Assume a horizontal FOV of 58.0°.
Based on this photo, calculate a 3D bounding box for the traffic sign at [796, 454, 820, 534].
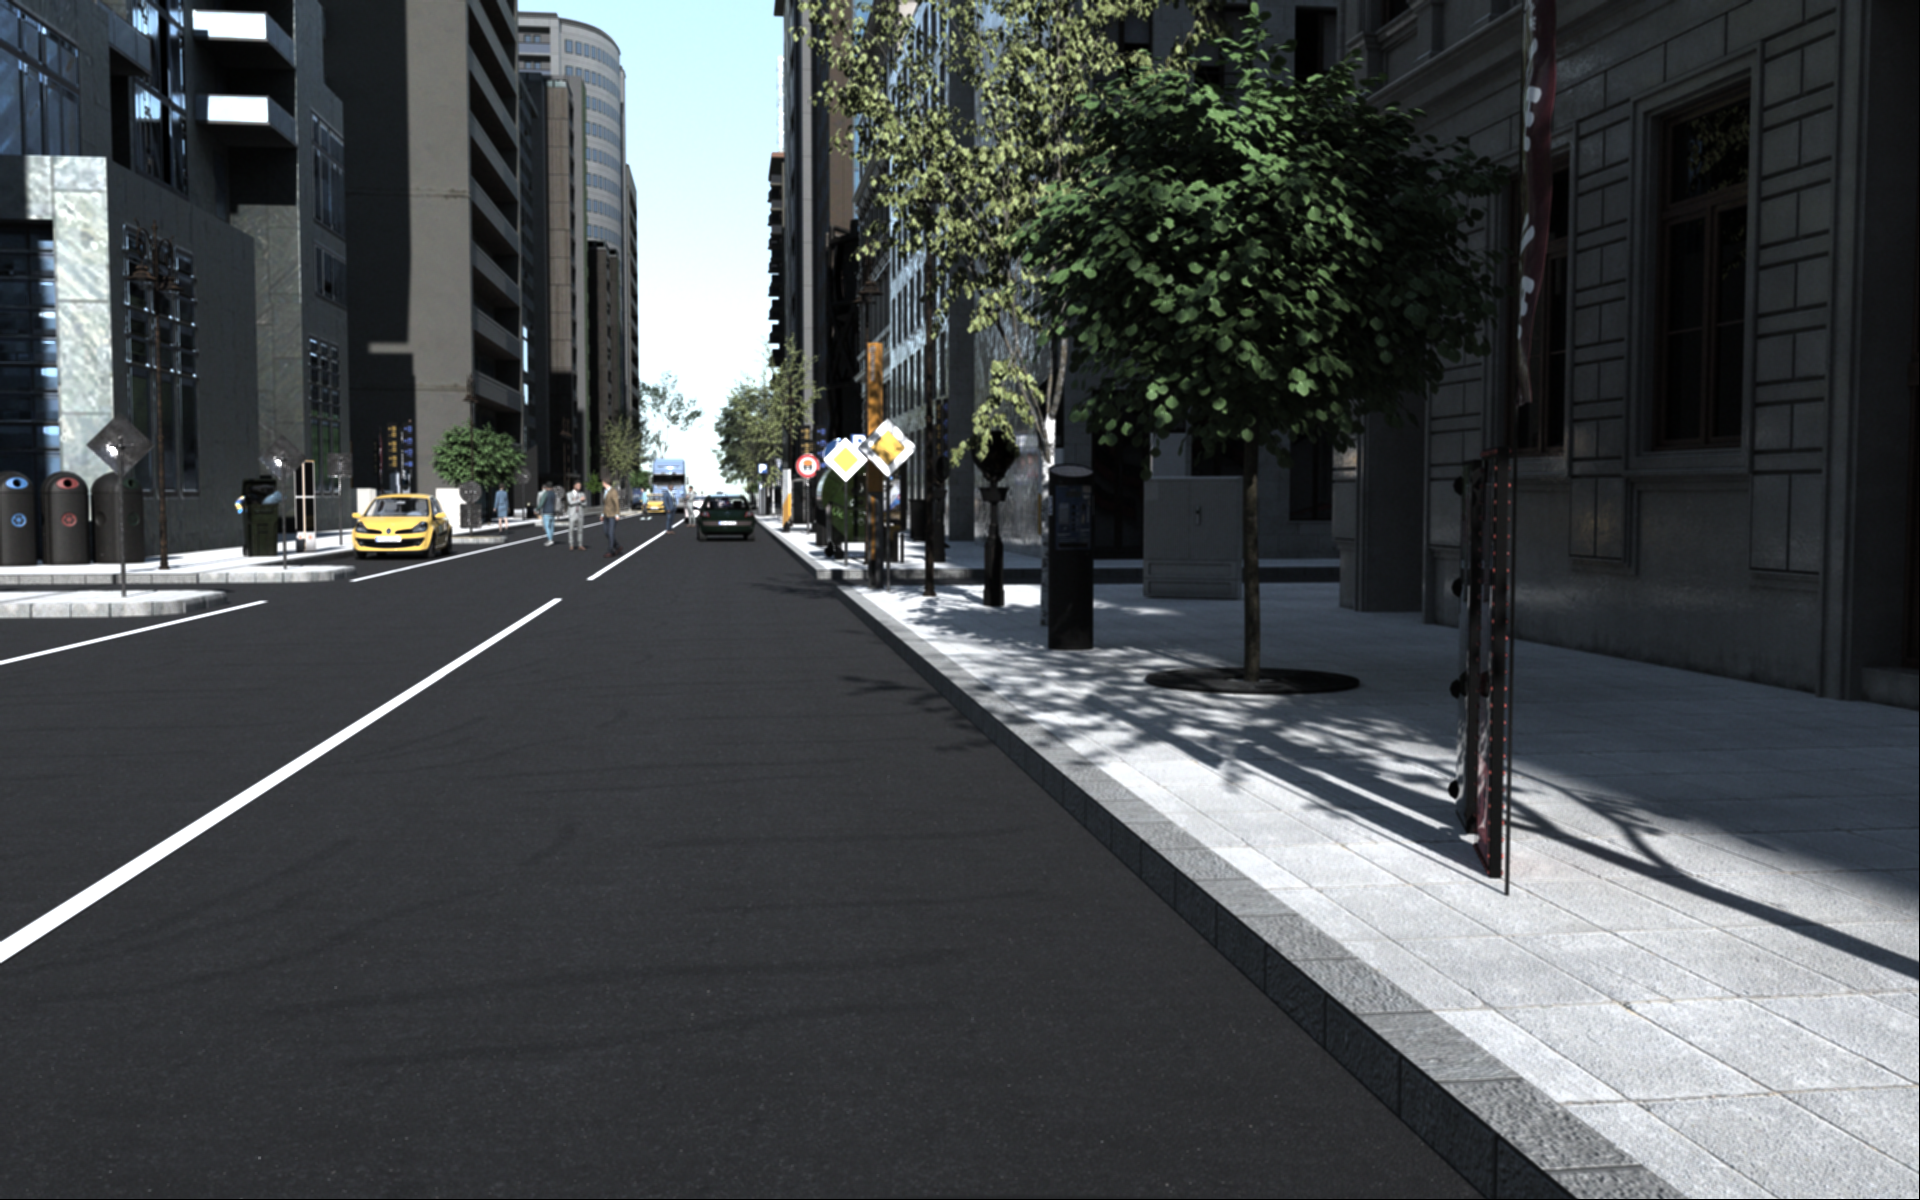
[{"bbox_3d":[-4.817,-3.352,54.903,0.768,2.556,0.104,0,4,-2],"label":"traffic sign"}]

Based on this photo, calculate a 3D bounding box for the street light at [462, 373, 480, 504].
[{"bbox_3d":[-18.668,-5.717,66.264,0.468,5.910,1.993,0,4,-8],"label":"street light"}]

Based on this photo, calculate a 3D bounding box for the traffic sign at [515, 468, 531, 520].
[{"bbox_3d":[-21.479,-5.201,85.148,0.768,2.556,0.104,0,4,-2],"label":"traffic sign"}]

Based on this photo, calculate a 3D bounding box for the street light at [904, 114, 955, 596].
[{"bbox_3d":[-0.383,-2.987,21.620,0.468,5.910,1.993,0,4,-8],"label":"street light"}]

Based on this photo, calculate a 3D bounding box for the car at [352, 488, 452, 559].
[{"bbox_3d":[-12.630,-1.778,39.298,2.015,1.641,3.980,-1,4,-8],"label":"car"}]

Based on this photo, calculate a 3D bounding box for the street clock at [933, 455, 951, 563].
[{"bbox_3d":[-0.404,-1.708,32.489,0.358,2.002,0.471,2,4,35],"label":"street clock"}]

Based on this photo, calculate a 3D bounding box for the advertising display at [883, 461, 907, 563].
[{"bbox_3d":[-1.300,-1.672,32.543,0.123,1.923,0.974,-2,4,-32],"label":"advertising display"}]

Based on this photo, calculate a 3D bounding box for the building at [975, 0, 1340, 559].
[{"bbox_3d":[9.398,-11.289,39.328,16.860,20.320,10.420,0,4,-8],"label":"building"}]

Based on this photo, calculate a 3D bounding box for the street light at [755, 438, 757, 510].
[{"bbox_3d":[-16.887,-10.420,143.157,0.468,5.910,1.993,0,4,-8],"label":"street light"}]

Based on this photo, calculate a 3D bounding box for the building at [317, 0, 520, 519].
[{"bbox_3d":[-34.547,-28.398,88.011,21.300,48.544,21.600,0,4,-8],"label":"building"}]

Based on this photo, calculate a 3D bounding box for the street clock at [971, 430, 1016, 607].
[{"bbox_3d":[0.387,-0.932,19.806,0.471,2.002,0.358,-1,4,-20],"label":"street clock"}]

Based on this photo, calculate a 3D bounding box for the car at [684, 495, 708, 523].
[{"bbox_3d":[-12.865,-4.571,87.092,2.083,1.381,4.827,0,4,-6],"label":"car"}]

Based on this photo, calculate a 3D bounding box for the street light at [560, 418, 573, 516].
[{"bbox_3d":[-23.890,-8.132,105.742,0.468,5.910,1.993,0,4,-8],"label":"street light"}]

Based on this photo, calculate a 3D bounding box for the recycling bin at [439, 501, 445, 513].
[{"bbox_3d":[-18.248,-2.884,59.709,0.722,1.027,0.722,3,5,39],"label":"recycling bin"}]

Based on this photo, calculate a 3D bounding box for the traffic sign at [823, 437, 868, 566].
[{"bbox_3d":[-2.024,-1.654,30.679,0.795,2.450,0.064,0,4,-8],"label":"traffic sign"}]

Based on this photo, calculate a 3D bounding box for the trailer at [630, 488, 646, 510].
[{"bbox_3d":[-28.027,-8.814,151.162,1.471,1.999,3.904,0,4,-6],"label":"trailer"}]

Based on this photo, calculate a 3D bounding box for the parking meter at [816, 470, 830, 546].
[{"bbox_3d":[-3.339,-2.252,42.534,0.255,1.863,0.399,2,4,30],"label":"parking meter"}]

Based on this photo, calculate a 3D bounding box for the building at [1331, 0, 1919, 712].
[{"bbox_3d":[10.534,-10.636,10.056,11.583,22.565,21.152,0,4,-8],"label":"building"}]

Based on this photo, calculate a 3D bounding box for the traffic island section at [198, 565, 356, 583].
[{"bbox_3d":[-11.507,-0.440,29.477,2.009,0.180,2.903,0,4,-8],"label":"traffic island section"}]

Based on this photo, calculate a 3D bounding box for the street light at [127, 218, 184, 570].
[{"bbox_3d":[-13.549,-3.457,29.312,0.468,5.910,1.993,0,4,-8],"label":"street light"}]

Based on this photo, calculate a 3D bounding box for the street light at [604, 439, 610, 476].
[{"bbox_3d":[-28.983,-10.377,142.447,0.468,5.910,1.993,0,4,-8],"label":"street light"}]

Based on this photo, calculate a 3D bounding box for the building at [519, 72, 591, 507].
[{"bbox_3d":[-42.763,-29.360,163.624,14.154,41.232,14.086,0,4,-8],"label":"building"}]

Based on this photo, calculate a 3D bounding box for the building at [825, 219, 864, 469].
[{"bbox_3d":[0.750,-14.131,98.498,16.820,18.784,16.811,0,4,-8],"label":"building"}]

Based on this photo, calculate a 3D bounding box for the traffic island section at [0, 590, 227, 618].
[{"bbox_3d":[-10.431,0.044,21.564,2.009,0.180,2.903,0,4,-8],"label":"traffic island section"}]

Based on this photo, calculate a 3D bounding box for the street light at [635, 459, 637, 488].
[{"bbox_3d":[-35.085,-13.154,187.863,0.468,5.910,1.993,0,4,-8],"label":"street light"}]

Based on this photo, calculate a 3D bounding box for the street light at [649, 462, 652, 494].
[{"bbox_3d":[-40.212,-15.424,224.969,0.468,5.910,1.993,0,4,-8],"label":"street light"}]

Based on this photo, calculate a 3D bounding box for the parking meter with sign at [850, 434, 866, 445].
[{"bbox_3d":[-2.674,-3.265,49.638,0.543,3.016,1.738,-1,4,-18],"label":"parking meter with sign"}]

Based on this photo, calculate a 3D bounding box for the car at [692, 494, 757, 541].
[{"bbox_3d":[-7.331,-2.709,54.072,2.009,1.686,4.222,-1,4,-10],"label":"car"}]

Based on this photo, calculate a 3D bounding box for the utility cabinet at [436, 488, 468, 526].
[{"bbox_3d":[-19.948,-3.631,68.050,1.173,1.500,0.318,0,3,0],"label":"utility cabinet"}]

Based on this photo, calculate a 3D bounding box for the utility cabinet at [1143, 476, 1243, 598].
[{"bbox_3d":[2.855,-0.769,21.258,1.173,1.500,0.318,1,4,22],"label":"utility cabinet"}]

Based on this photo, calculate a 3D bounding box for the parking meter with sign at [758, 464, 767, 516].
[{"bbox_3d":[-11.490,-6.379,100.554,0.543,3.016,1.738,-1,4,-9],"label":"parking meter with sign"}]

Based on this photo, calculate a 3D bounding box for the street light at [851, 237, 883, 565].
[{"bbox_3d":[-1.679,-3.585,31.399,0.468,5.910,1.993,0,4,-8],"label":"street light"}]

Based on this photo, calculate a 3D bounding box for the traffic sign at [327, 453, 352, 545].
[{"bbox_3d":[-15.498,-2.518,43.304,0.606,2.300,0.079,0,4,-3],"label":"traffic sign"}]

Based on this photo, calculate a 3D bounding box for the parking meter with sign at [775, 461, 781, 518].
[{"bbox_3d":[-8.774,-5.788,90.892,1.738,3.016,0.543,1,4,17],"label":"parking meter with sign"}]

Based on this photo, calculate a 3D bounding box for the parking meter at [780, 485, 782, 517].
[{"bbox_3d":[-9.867,-5.566,96.715,0.255,1.863,0.399,0,4,4],"label":"parking meter"}]

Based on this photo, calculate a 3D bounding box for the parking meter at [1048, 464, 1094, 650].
[{"bbox_3d":[0.919,-0.363,14.344,0.372,1.533,0.369,0,3,0],"label":"parking meter"}]

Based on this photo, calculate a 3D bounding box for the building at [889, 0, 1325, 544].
[{"bbox_3d":[3.714,-12.292,55.718,10.420,20.320,16.860,0,4,-8],"label":"building"}]

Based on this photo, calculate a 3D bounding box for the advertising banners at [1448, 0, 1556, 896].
[{"bbox_3d":[1.839,-0.597,5.950,0.090,3.025,2.074,1,4,11],"label":"advertising banners"}]

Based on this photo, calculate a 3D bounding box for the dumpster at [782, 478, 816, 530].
[{"bbox_3d":[-5.622,-3.396,61.289,1.264,1.857,1.865,0,4,-8],"label":"dumpster"}]

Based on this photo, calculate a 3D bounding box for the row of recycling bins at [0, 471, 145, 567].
[{"bbox_3d":[-16.648,-1.476,31.251,3.534,1.692,1.069,-3,5,-45],"label":"row of recycling bins"}]

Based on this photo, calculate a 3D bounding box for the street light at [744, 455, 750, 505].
[{"bbox_3d":[-21.925,-12.661,179.792,0.468,5.910,1.993,0,4,-8],"label":"street light"}]

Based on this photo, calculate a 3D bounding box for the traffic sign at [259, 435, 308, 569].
[{"bbox_3d":[-11.484,-1.577,29.418,0.795,2.450,0.064,0,4,-8],"label":"traffic sign"}]

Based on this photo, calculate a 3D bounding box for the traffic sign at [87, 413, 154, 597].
[{"bbox_3d":[-10.409,-1.093,21.506,0.795,2.450,0.064,0,4,-8],"label":"traffic sign"}]

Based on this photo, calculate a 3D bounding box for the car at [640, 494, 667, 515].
[{"bbox_3d":[-21.386,-6.795,121.327,2.015,1.641,3.980,-1,4,-9],"label":"car"}]

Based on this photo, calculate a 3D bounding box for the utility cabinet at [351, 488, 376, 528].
[{"bbox_3d":[-22.444,-3.452,65.123,1.173,1.500,0.318,2,4,30],"label":"utility cabinet"}]

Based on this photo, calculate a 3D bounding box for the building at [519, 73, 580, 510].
[{"bbox_3d":[-48.594,-27.625,143.543,32.217,40.220,23.993,0,4,-8],"label":"building"}]

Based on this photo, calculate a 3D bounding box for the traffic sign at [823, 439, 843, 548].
[{"bbox_3d":[-2.763,-2.433,39.890,0.768,2.556,0.104,0,4,-7],"label":"traffic sign"}]

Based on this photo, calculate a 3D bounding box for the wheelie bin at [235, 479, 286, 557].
[{"bbox_3d":[-14.409,-1.703,35.758,0.980,1.594,0.693,-2,4,-31],"label":"wheelie bin"}]

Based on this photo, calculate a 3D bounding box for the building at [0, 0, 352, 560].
[{"bbox_3d":[-29.442,-44.774,44.726,22.319,86.520,31.000,0,4,-8],"label":"building"}]

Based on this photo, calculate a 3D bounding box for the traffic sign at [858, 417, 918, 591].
[{"bbox_3d":[-0.948,-1.170,22.766,0.795,2.450,0.064,0,4,-8],"label":"traffic sign"}]

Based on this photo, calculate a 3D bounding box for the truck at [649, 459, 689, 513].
[{"bbox_3d":[-22.898,-9.023,137.285,2.967,4.110,18.799,-1,4,-8],"label":"truck"}]

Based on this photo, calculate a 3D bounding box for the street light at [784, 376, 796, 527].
[{"bbox_3d":[-6.652,-5.826,68.042,0.468,5.910,1.993,0,4,-8],"label":"street light"}]

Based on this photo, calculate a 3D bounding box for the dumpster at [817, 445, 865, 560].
[{"bbox_3d":[-2.059,-1.960,34.546,1.502,2.255,1.985,0,4,-8],"label":"dumpster"}]

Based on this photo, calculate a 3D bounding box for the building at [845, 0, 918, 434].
[{"bbox_3d":[1.231,-15.007,74.238,11.050,23.489,19.941,0,4,-8],"label":"building"}]

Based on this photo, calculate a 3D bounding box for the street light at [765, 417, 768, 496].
[{"bbox_3d":[-11.677,-8.067,104.679,0.468,5.910,1.993,0,4,-8],"label":"street light"}]

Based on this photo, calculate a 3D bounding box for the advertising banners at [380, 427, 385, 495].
[{"bbox_3d":[-15.341,-3.045,45.972,0.090,3.025,2.074,-1,4,-17],"label":"advertising banners"}]

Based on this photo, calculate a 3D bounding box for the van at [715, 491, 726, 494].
[{"bbox_3d":[-31.127,-13.375,225.690,2.013,2.044,4.112,0,4,-6],"label":"van"}]
